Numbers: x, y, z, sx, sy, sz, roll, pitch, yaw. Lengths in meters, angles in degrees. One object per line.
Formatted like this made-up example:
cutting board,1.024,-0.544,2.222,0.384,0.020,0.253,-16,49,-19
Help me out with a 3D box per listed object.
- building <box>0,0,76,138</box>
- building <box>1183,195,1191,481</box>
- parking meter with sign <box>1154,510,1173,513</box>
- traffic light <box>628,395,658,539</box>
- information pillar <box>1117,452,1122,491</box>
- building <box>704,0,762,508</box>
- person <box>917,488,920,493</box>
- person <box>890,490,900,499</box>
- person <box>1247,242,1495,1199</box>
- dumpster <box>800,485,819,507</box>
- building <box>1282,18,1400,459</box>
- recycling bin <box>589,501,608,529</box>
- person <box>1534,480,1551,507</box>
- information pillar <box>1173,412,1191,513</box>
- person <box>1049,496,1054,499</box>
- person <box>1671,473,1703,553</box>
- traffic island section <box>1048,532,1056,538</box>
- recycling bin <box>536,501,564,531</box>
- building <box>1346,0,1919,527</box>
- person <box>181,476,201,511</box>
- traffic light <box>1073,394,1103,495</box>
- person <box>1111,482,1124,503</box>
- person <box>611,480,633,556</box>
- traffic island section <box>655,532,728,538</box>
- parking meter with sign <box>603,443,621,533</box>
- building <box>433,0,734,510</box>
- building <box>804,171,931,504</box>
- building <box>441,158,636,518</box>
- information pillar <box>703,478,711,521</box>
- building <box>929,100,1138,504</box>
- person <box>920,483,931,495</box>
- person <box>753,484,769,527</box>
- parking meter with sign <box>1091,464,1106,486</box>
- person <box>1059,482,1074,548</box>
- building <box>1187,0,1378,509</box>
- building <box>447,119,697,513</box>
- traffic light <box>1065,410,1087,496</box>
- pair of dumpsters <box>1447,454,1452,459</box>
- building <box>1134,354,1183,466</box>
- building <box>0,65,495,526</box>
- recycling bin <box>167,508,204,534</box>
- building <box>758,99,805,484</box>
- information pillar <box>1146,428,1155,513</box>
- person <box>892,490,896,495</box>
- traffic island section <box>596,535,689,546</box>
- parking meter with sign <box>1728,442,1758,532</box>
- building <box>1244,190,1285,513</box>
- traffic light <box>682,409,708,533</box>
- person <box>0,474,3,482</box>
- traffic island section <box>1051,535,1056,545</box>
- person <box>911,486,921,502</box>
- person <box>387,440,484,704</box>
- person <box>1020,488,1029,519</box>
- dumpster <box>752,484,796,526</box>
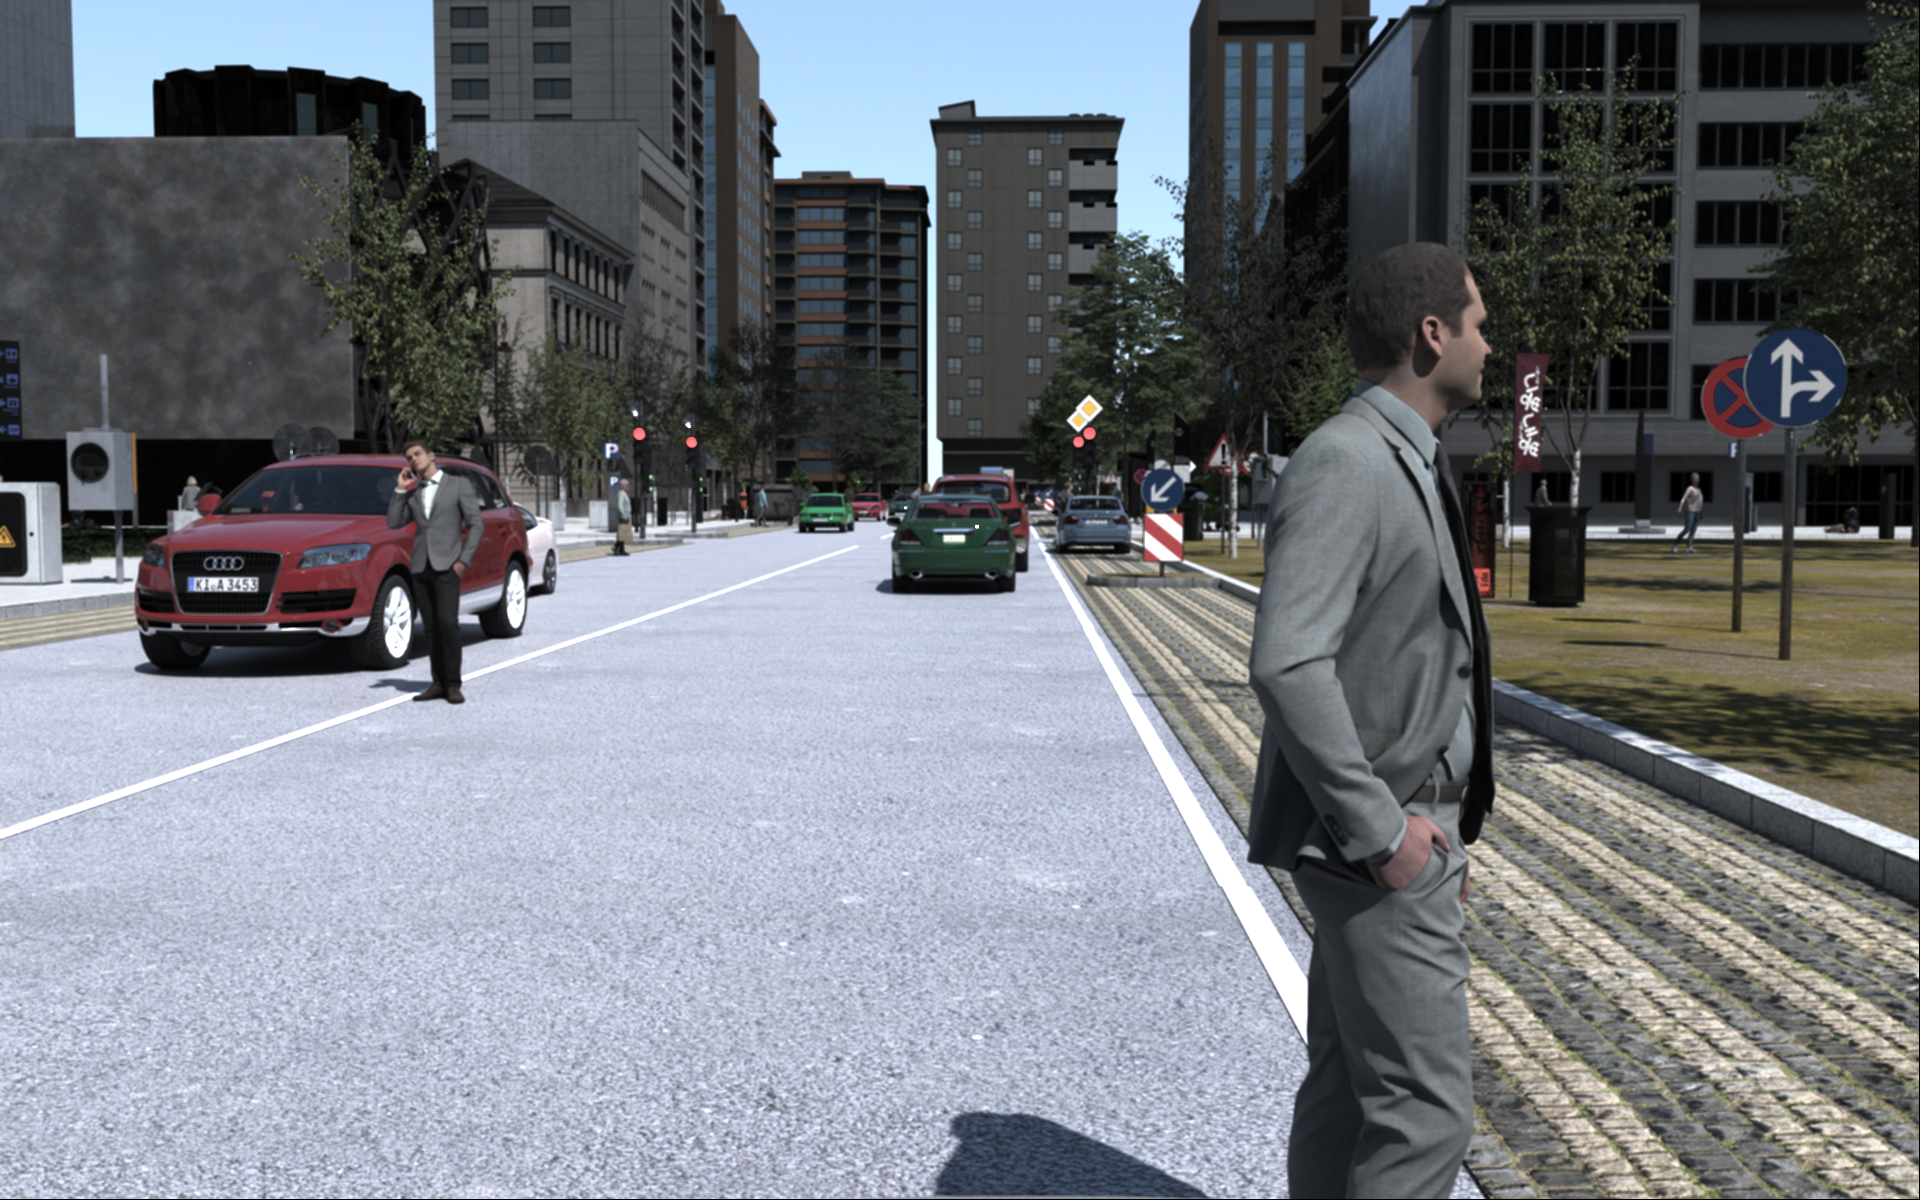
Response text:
building,-51.033,-15.704,74.778,19.932,24.808,12.078,0,4,2
building,28.116,-24.071,165.256,14.160,30.474,14.107,0,4,2
parking meter with sign,9.629,-5.127,80.090,1.738,3.016,0.543,3,5,43
traffic light,-9.034,-3.692,49.278,0.839,4.253,0.868,0,4,2
information pillar,7.743,-5.587,82.709,0.504,3.616,0.183,1,4,20
building,-26.369,-31.219,160.548,14.600,45.320,14.200,0,4,2
person,-2.189,-4.558,83.698,0.598,1.740,0.731,2,4,24
person,-5.225,-8.274,143.881,1.348,1.812,0.705,2,4,25
person,0.638,0.364,2.653,0.391,1.810,0.635,1,4,10
dumpster,-9.975,-6.623,114.042,1.264,1.857,1.865,0,4,2
building,24.030,-15.861,89.001,12.332,23.373,15.834,0,4,2
recycling bin,-13.394,-3.174,64.444,0.722,1.027,0.722,0,4,-3
person,20.299,-3.289,60.223,0.834,1.777,0.661,-1,4,-17
information pillar,6.360,-3.574,49.782,0.504,3.616,0.183,0,4,-4
person,10.927,-12.416,209.062,0.705,1.821,1.348,-3,4,-36
person,15.857,-1.905,37.869,0.598,1.740,0.731,3,5,45
traffic island section,3.903,-2.124,57.008,2.009,0.180,2.903,0,4,2
recycling bin,-14.328,-2.936,60.556,0.722,1.027,0.722,1,4,21
building,32.621,-15.515,72.740,30.058,24.678,14.314,0,4,2
person,-22.500,-2.714,50.601,0.709,1.800,0.728,-1,4,-15
traffic light,3.622,-3.669,48.913,0.839,4.253,0.868,0,4,2
person,6.492,-4.041,72.465,0.721,1.781,0.623,1,4,19
person,-7.828,-1.902,40.077,0.515,1.767,0.782,-1,4,-9
traffic island section,-8.833,-2.148,57.395,2.009,0.180,2.903,0,4,2
parking meter with sign,-11.621,-3.776,58.006,0.543,3.016,1.738,-1,4,-14
building,-29.779,-43.072,142.480,20.563,71.187,20.611,0,4,2
building,-18.678,-35.659,237.650,28.867,44.769,22.147,0,4,2
building,-25.966,-14.396,100.009,10.561,19.102,19.286,0,4,2
information pillar,-11.916,-4.701,81.359,0.304,2.012,0.304,1,4,11
building,10.212,-39.805,240.051,27.495,52.752,28.713,0,4,2
person,-0.713,-2.962,57.144,1.509,1.804,0.699,1,4,22
person,-8.507,-4.017,74.037,0.748,1.841,0.638,-1,4,-15
parking meter with sign,8.041,-6.495,102.456,0.543,3.016,1.738,-1,4,-20
person,2.903,-2.257,45.946,0.362,1.759,0.519,-3,5,-42
building,27.483,-30.616,150.688,14.600,45.320,14.200,0,4,2
building,-25.993,-18.451,119.700,12.078,24.808,19.932,0,4,2
traffic light,3.863,-4.157,56.895,0.839,4.253,0.868,0,4,2
pair of dumpsters,7.165,-1.663,29.691,1.574,2.255,4.437,0,4,2
building,39.239,-24.117,239.353,28.899,21.520,27.650,0,4,2
building,-29.718,-12.787,76.522,16.820,18.784,16.811,0,4,2
recycling bin,-11.701,-0.855,26.532,0.722,1.027,0.722,-2,4,-31
building,-32.896,-32.558,186.955,28.867,44.769,22.147,0,4,2
information pillar,6.767,-4.292,61.535,0.183,3.616,0.504,2,4,35
person,-7.320,-11.475,194.182,0.750,1.759,0.617,0,4,-4
traffic island section,-9.073,-1.660,49.414,2.009,0.180,2.903,0,4,2
parking meter with sign,26.491,-3.807,58.501,0.543,3.016,1.738,3,5,41
building,26.469,-18.046,114.130,14.460,24.649,34.723,0,4,2
traffic light,-8.793,-4.180,57.259,0.839,4.253,0.868,0,4,2
person,-22.941,-2.147,41.483,0.599,1.781,0.374,0,4,-5
traffic island section,3.662,-1.636,49.026,2.009,0.180,2.903,0,4,2
person,-1.992,-4.250,78.174,0.511,1.800,0.466,-1,4,-17
person,-3.628,-0.203,11.998,0.592,1.802,0.473,2,4,30
person,3.411,-5.037,91.612,0.466,1.731,0.760,-3,5,-42
dumpster,-8.234,-4.184,76.627,1.865,1.857,1.264,0,4,1
